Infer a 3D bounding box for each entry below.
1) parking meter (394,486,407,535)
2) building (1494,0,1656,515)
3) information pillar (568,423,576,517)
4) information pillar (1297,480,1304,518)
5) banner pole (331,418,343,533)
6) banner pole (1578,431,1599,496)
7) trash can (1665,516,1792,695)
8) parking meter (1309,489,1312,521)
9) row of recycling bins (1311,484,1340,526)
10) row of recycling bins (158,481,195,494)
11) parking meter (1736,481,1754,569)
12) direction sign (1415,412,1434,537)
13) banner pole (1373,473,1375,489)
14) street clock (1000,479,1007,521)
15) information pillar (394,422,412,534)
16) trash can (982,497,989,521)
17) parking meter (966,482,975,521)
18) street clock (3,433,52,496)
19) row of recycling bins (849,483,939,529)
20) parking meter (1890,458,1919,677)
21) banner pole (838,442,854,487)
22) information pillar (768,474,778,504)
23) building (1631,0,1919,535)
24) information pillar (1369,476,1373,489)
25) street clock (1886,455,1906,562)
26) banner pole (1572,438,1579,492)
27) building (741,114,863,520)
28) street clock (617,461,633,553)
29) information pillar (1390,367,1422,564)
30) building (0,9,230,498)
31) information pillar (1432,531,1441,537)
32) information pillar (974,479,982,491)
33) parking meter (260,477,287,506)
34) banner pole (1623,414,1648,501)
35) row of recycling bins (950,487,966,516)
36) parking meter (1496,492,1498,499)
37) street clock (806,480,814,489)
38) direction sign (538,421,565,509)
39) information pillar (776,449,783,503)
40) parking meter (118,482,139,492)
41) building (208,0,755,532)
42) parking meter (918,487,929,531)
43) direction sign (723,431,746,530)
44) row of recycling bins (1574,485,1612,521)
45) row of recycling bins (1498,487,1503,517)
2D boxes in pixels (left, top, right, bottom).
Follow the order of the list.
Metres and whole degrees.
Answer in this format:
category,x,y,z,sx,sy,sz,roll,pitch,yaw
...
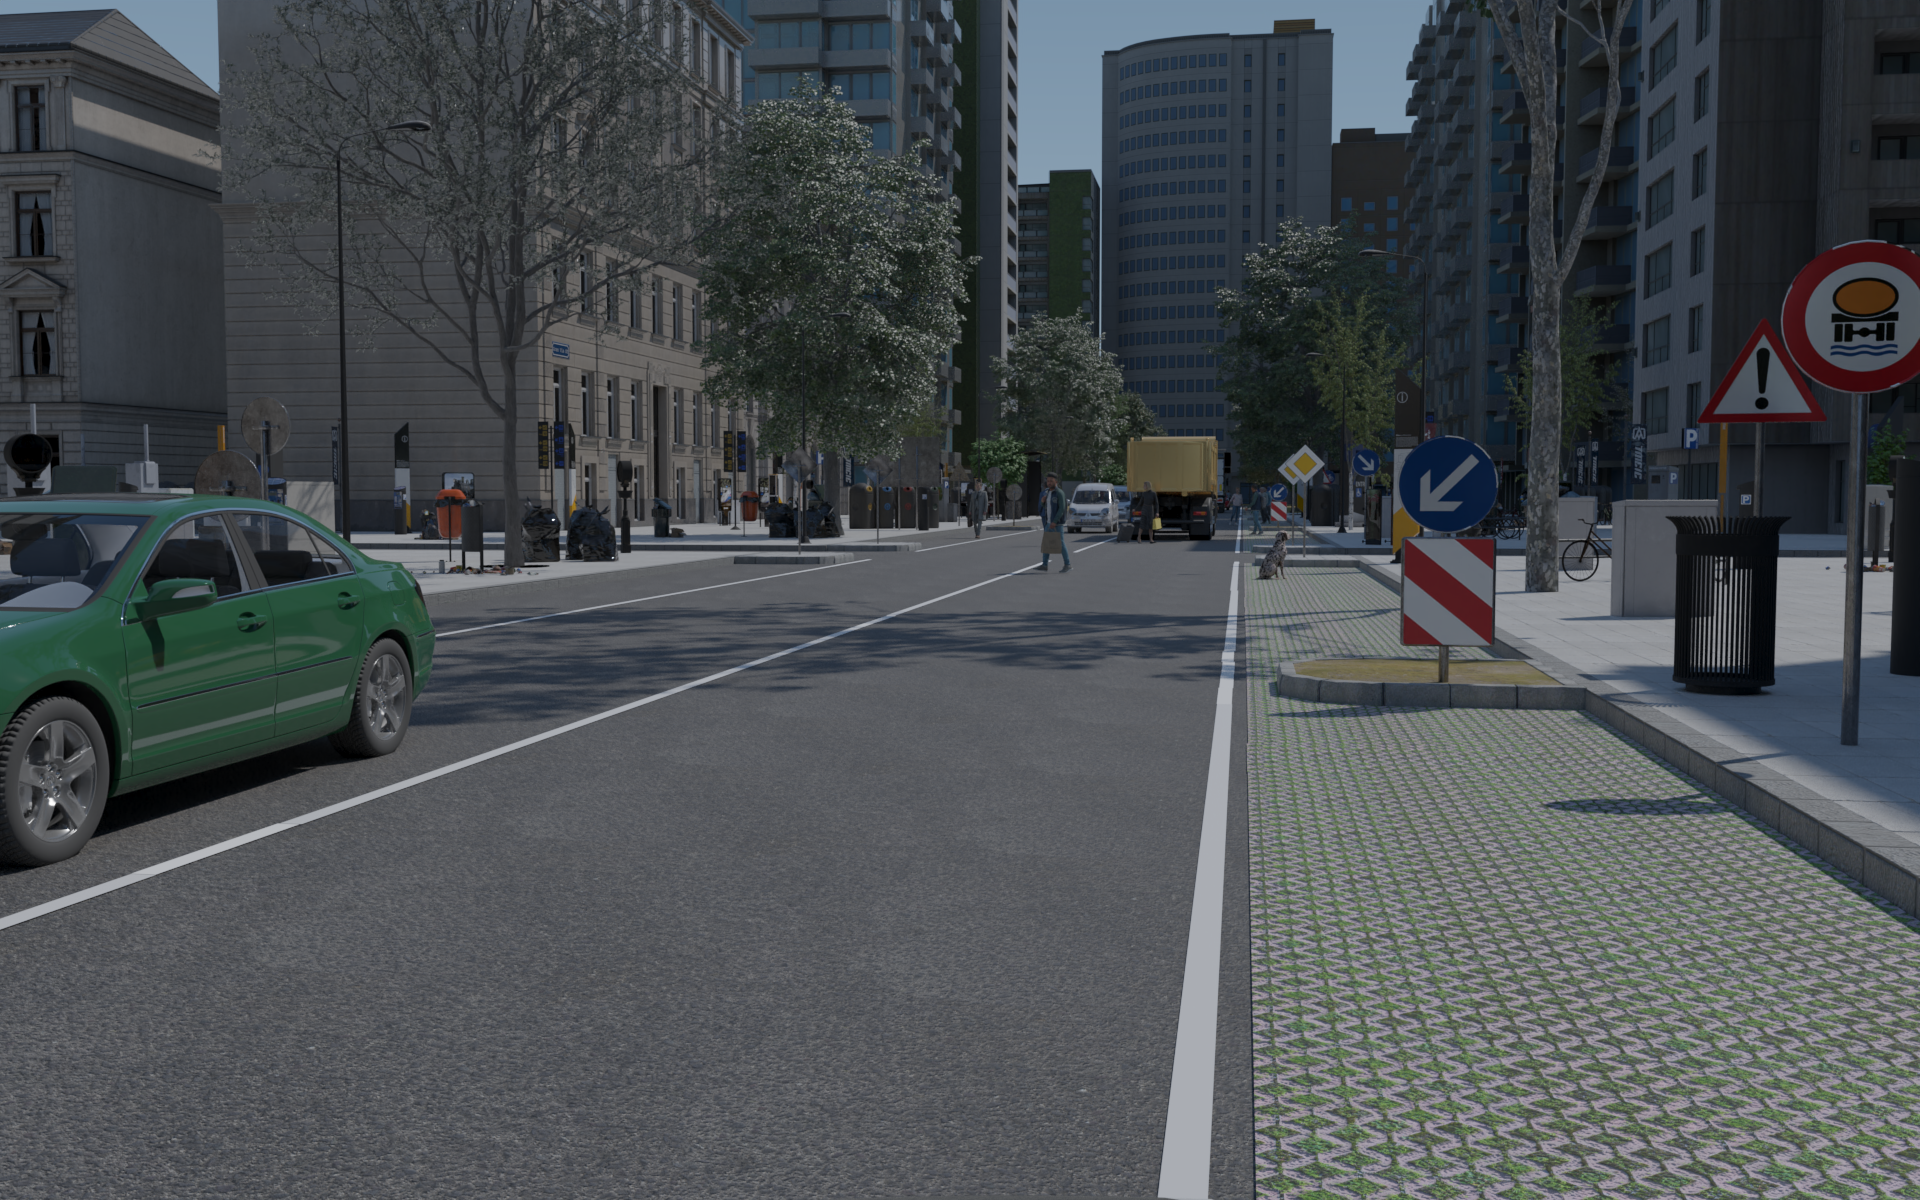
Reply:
category,x,y,z,sx,sy,sz,roll,pitch,yaw
parking meter,-17.668,-2.829,54.671,0.372,1.533,0.369,0,3,0
building,42.819,-27.118,98.010,22.147,44.769,28.867,1,4,9
information pillar,-12.858,-4.042,57.446,0.183,3.616,0.504,0,4,4
information pillar,18.438,-6.239,93.364,0.504,3.616,0.183,-1,4,-11
banner pole,-20.352,-4.074,56.627,0.401,3.779,0.863,0,4,3
banner pole,25.132,-4.822,68.857,0.401,3.779,0.863,-1,4,-13
trash can,4.961,0.026,11.226,0.748,1.137,0.748,0,3,0
parking meter,16.733,-4.505,82.073,0.372,1.533,0.369,0,3,0
row of recycling bins,14.971,-3.858,70.197,1.069,1.692,3.534,1,4,22
row of recycling bins,-24.288,-2.996,56.101,1.069,1.692,3.534,3,5,41
parking meter,13.501,-1.303,29.707,0.372,1.533,0.369,0,3,0
direction sign,12.560,-3.403,47.629,0.876,3.537,0.379,1,4,10
banner pole,25.304,-7.088,105.909,0.401,3.779,0.863,0,4,5
street clock,2.088,-4.778,82.692,0.358,2.002,0.471,1,4,17
information pillar,-18.072,-3.964,56.171,0.183,3.616,0.504,3,5,44
trash can,1.023,-4.339,82.600,0.748,1.137,0.748,0,3,0
parking meter,0.492,-4.640,81.571,0.399,1.863,0.255,0,3,0
street clock,-11.161,-0.992,20.785,0.358,2.002,0.471,3,5,43
row of recycling bins,-2.463,-3.500,64.338,3.534,1.692,1.069,-2,4,-27
parking meter,6.827,-0.237,12.279,0.372,1.533,0.369,0,3,0
banner pole,-4.863,-5.080,73.070,0.863,3.779,0.401,0,4,-2
information pillar,-6.948,-3.671,64.505,0.304,2.012,0.304,0,4,7
building,31.278,-17.473,57.385,14.107,30.474,14.160,1,4,9
information pillar,16.530,-4.024,70.290,0.304,2.012,0.304,-3,5,-44
street clock,17.577,-1.709,32.515,0.358,2.002,0.471,3,4,38
banner pole,27.598,-5.345,77.407,0.863,3.779,0.401,-1,4,-17
building,-14.315,-15.458,94.541,13.314,21.916,24.055,1,4,9
street clock,-7.258,-2.017,37.551,0.358,2.002,0.471,-2,4,-27
information pillar,8.226,-2.481,31.913,0.504,3.616,0.183,2,4,33
building,-38.474,-12.283,65.458,19.286,19.102,10.561,1,4,9
information pillar,12.332,-2.440,44.387,0.304,2.012,0.304,-3,5,-42
information pillar,0.854,-4.740,81.996,0.304,2.012,0.304,-1,4,-10
parking meter,-10.198,-1.061,25.753,0.372,1.533,0.369,0,3,0
banner pole,21.127,-3.937,54.382,0.863,3.779,0.401,1,4,19
row of recycling bins,0.074,-5.752,101.159,1.069,1.692,3.534,1,4,11
parking meter,25.166,-4.641,81.589,0.255,1.863,0.399,1,4,11
street clock,-7.483,-5.004,86.382,0.358,2.002,0.471,1,4,16
direction sign,-12.719,-3.790,53.965,0.876,3.537,0.379,1,4,12
information pillar,-7.482,-4.917,71.739,0.183,3.616,0.504,1,4,19
parking meter,-17.242,-1.684,35.939,0.372,1.533,0.369,0,3,0
building,-17.633,-16.685,70.058,12.463,27.353,25.104,1,4,9
parking meter,-1.273,-3.194,60.631,0.372,1.533,0.369,0,3,0
direction sign,-8.061,-4.286,62.078,0.876,3.537,0.379,-2,4,-33
row of recycling bins,29.805,-4.575,81.921,3.534,1.692,1.069,-3,5,-43
row of recycling bins,26.996,-5.152,91.349,3.534,1.692,1.069,-1,4,-15
